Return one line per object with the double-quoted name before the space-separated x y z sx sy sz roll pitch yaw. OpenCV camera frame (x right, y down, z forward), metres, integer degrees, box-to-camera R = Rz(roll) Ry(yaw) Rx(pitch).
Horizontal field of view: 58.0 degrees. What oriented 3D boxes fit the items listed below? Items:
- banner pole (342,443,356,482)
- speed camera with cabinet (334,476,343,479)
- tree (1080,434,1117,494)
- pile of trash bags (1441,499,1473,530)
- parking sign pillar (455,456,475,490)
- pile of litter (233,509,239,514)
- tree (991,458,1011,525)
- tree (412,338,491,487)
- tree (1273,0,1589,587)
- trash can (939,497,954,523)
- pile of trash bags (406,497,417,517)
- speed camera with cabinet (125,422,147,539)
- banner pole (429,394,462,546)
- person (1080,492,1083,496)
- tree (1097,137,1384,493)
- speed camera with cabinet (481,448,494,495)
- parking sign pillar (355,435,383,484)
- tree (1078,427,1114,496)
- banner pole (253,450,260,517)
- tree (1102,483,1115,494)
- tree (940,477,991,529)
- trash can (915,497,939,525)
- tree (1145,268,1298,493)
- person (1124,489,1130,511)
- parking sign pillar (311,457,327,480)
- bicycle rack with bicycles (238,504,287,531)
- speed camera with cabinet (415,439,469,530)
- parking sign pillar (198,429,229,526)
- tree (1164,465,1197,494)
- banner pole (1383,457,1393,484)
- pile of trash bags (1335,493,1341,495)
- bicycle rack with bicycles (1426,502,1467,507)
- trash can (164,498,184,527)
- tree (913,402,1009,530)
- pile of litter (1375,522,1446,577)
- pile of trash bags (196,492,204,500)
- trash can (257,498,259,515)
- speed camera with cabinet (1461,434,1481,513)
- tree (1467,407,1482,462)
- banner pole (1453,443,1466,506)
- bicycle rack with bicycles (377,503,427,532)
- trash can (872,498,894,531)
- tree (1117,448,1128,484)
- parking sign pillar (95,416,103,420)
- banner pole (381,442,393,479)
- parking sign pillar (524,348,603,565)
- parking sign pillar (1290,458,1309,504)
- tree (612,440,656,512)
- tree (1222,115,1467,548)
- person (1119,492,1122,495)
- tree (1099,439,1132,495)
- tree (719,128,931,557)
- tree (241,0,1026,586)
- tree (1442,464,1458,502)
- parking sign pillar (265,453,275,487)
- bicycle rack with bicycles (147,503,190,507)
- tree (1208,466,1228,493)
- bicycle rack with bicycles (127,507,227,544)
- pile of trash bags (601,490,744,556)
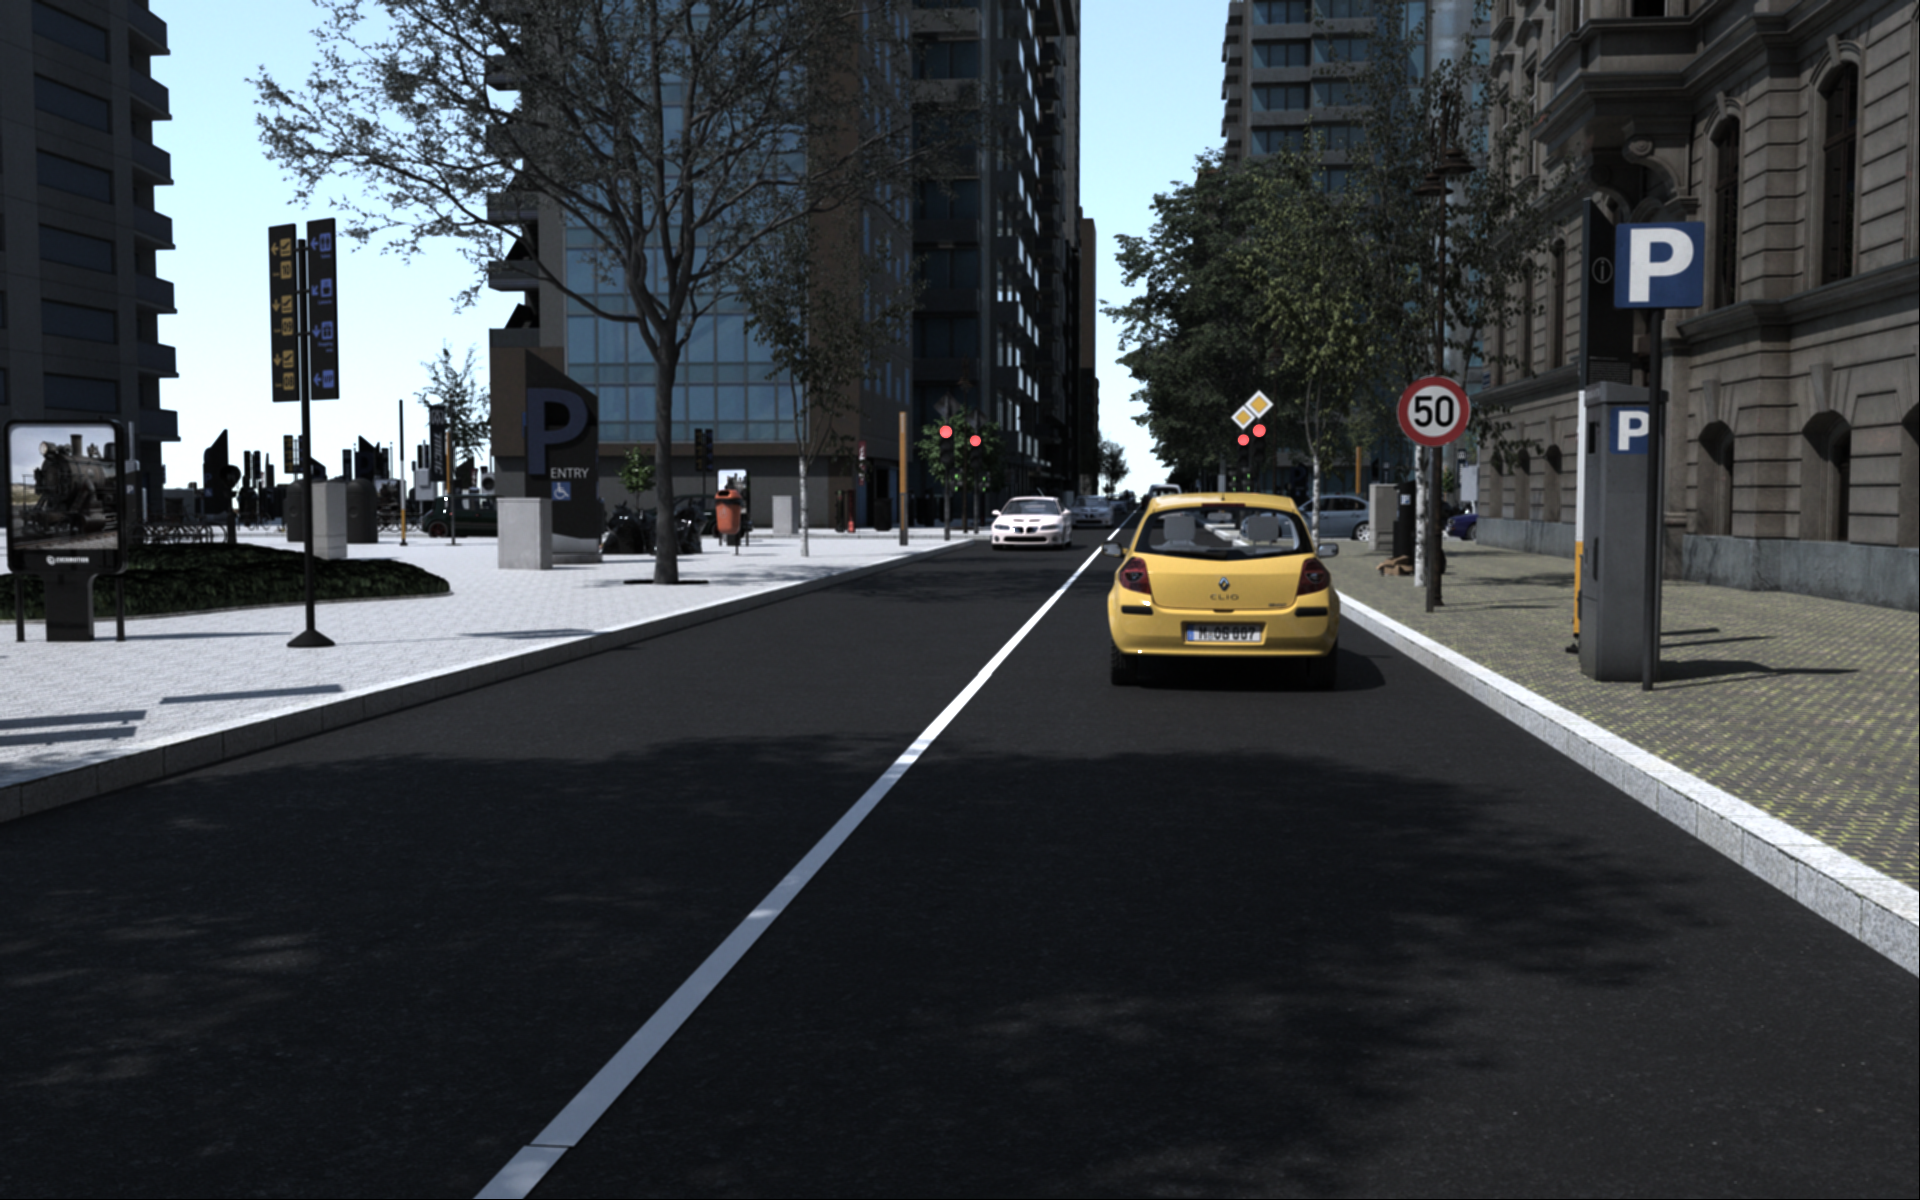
"banner pole" -29.900 -5.811 85.023 0.863 3.779 0.401 -3 5 -41
"speed camera with cabinet" -30.627 -5.671 87.063 0.660 3.252 2.038 1 4 13
"tree" 15.856 -15.665 206.479 4.737 8.622 4.395 0 3 0
"pile of trash bags" 17.350 -3.181 61.758 1.912 1.369 3.447 -2 4 -34
"parking sign pillar" -34.605 -8.117 121.184 1.447 3.967 1.447 -1 4 -8
"pile of litter" -47.244 -6.079 113.358 1.176 0.858 1.719 0 4 1
"tree" 1.005 -4.791 72.934 1.663 3.219 1.824 0 3 0
"tree" -23.757 -8.082 82.510 4.737 8.622 4.395 0 3 0
"tree" 6.340 -4.477 23.556 4.360 8.622 3.978 0 3 0
"trash can" -0.634 -4.072 78.228 0.748 1.137 0.748 0 3 0
"pile of trash bags" -31.526 -5.224 95.166 3.447 1.369 1.912 1 4 16
"speed camera with cabinet" -23.064 -3.288 48.093 0.660 3.252 2.038 -1 4 -18
"banner pole" -12.833 -3.245 43.079 0.401 3.779 0.863 3 5 40
"person" 14.456 -12.211 208.878 1.217 1.736 0.721 0 4 7
"tree" 10.078 -9.483 61.699 9.857 13.997 8.962 0 3 0
"speed camera with cabinet" -20.986 -4.920 74.782 2.038 3.252 0.660 0 4 -1
"parking sign pillar" -26.968 -5.540 79.059 1.447 3.967 1.447 2 4 23
"tree" 14.781 -14.598 189.039 4.360 8.622 3.978 0 3 0
"banner pole" -40.319 -6.680 99.231 0.863 3.779 0.401 2 4 35
"tree" 21.640 -15.936 255.147 1.663 3.219 1.824 0 3 0
"tree" 0.087 -4.284 64.638 1.663 3.219 1.824 0 3 0
"trash can" -1.526 -3.749 72.951 0.748 1.137 0.748 0 3 0
"tree" 12.752 -10.279 86.192 7.486 12.596 7.792 0 3 0
"person" 13.838 -8.285 143.982 0.705 1.821 1.348 2 4 35
"parking sign pillar" -42.878 -7.767 115.456 1.447 3.967 1.447 -3 5 -39
"bicycle rack with bicycles" -24.360 -2.967 61.894 2.852 0.926 2.925 0 4 -1
"speed camera with cabinet" -18.662 -4.188 62.818 2.038 3.252 0.660 0 3 0
"parking sign pillar" -30.554 -5.056 71.134 1.447 3.967 1.447 0 4 5
"tree" 25.060 -12.910 194.793 4.285 4.588 4.351 0 3 0
"banner pole" 28.509 -7.665 115.336 0.863 3.779 0.401 -1 4 -10
"pile of trash bags" 26.478 -6.701 119.315 1.912 1.369 3.447 0 4 -7
"bicycle rack with bicycles" 21.575 -3.837 76.117 2.852 0.926 2.925 2 4 28
"trash can" -29.793 -3.304 65.678 0.748 1.137 0.748 0 3 0
"tree" 0.063 -4.778 61.833 4.285 4.588 4.351 0 3 0
"pile of litter" 7.165 -0.839 27.680 1.719 0.858 1.176 -3 5 -45
"pile of trash bags" -42.820 -5.288 96.213 3.447 1.369 1.912 2 4 30
"trash can" -42.080 -5.638 103.829 0.748 1.137 0.748 0 3 0
"speed camera with cabinet" 17.005 -3.807 56.587 0.660 3.252 2.038 3 4 37
"tree" 37.246 -10.486 121.805 4.737 8.622 4.395 0 3 0
"banner pole" 24.376 -5.790 84.686 0.401 3.779 0.863 -3 4 -38
"bicycle rack with bicycles" -19.324 -2.796 59.091 2.925 0.926 2.852 0 4 5
"trash can" -2.667 -2.956 59.989 0.748 1.137 0.748 0 3 0
"tree" 23.932 -19.530 269.673 4.737 8.622 4.395 0 3 0
"parking sign pillar" -30.183 -4.389 60.231 1.447 3.967 1.447 1 4 22
"banner pole" -27.269 -5.663 82.599 0.401 3.779 0.863 2 4 29
"parking sign pillar" -7.372 -2.666 32.060 1.447 3.967 1.447 0 4 -5
"parking sign pillar" 23.717 -8.107 121.018 1.447 3.967 1.447 3 5 39
"tree" -11.401 -4.086 61.413 1.663 3.219 1.824 0 3 0
"tree" 7.407 -5.154 34.636 4.737 8.622 4.395 0 3 0
"person" 22.561 -14.256 242.298 0.721 1.736 1.217 3 4 39
"tree" 24.848 -21.606 287.662 8.767 10.594 7.601 3 5 42
"tree" -2.990 -5.178 35.023 4.360 8.622 3.978 0 3 0
"tree" -4.243 -6.981 24.517 12.009 13.543 11.850 0 3 0
"tree" 31.037 -7.047 109.811 1.663 3.219 1.824 0 3 0
"parking sign pillar" -45.273 -7.652 113.575 1.447 3.967 1.447 -2 4 -26
"bicycle rack with bicycles" -27.280 -2.794 59.059 2.852 0.926 2.925 2 4 26
"tree" 19.140 -11.104 131.917 4.360 8.622 3.978 0 3 0
"bicycle rack with bicycles" -18.090 -1.573 39.096 2.925 0.926 2.852 -2 4 -25
"pile of trash bags" -5.993 -1.653 36.787 3.447 1.369 1.912 2 4 32
